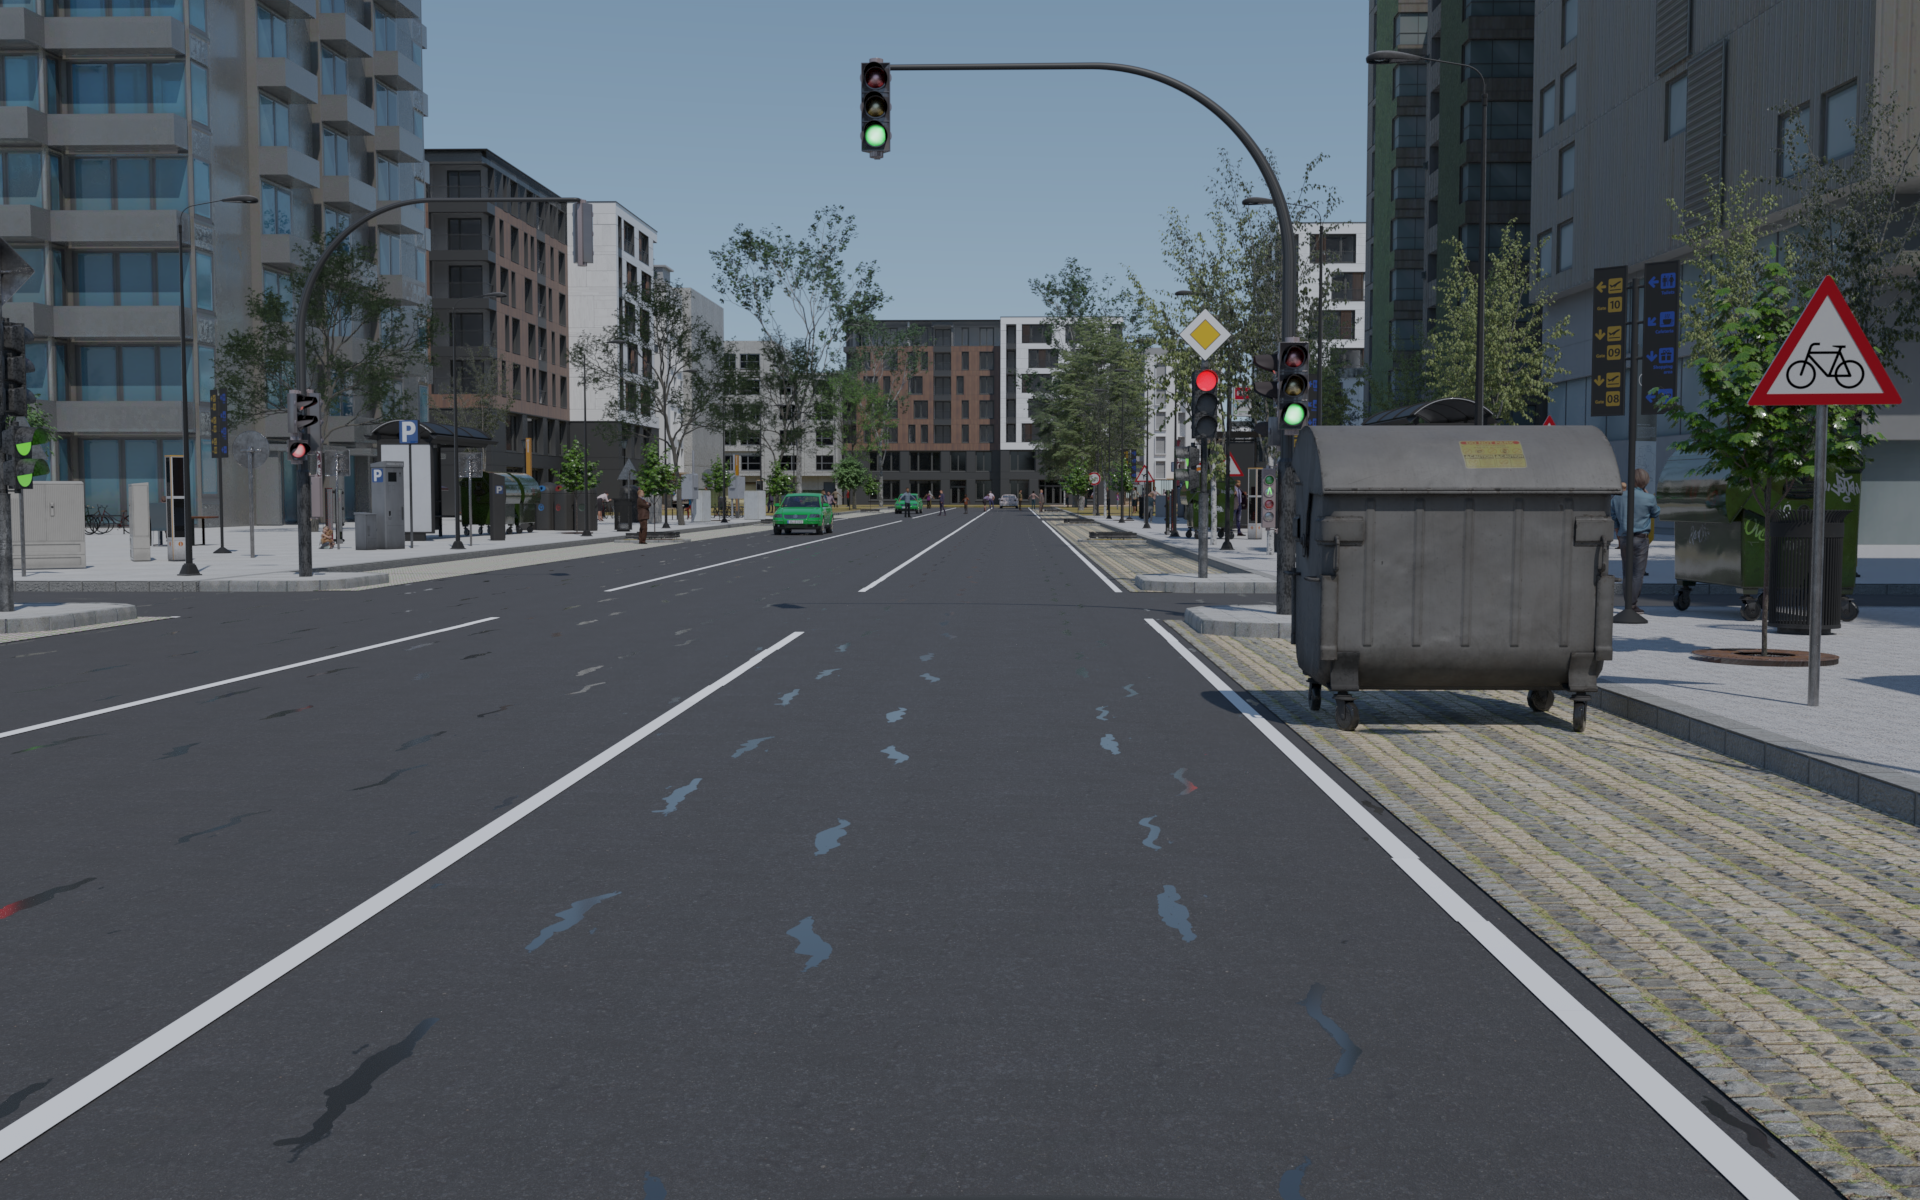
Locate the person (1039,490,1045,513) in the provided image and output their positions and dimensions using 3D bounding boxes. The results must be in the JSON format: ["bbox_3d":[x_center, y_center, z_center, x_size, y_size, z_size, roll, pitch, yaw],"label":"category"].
[{"bbox_3d":[6.268,-7.539,132.308,0.434,1.755,0.990,2,4,25],"label":"person"}]

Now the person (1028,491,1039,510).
[{"bbox_3d":[6.795,-9.187,159.421,1.217,1.736,0.721,2,4,27],"label":"person"}]

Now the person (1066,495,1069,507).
[{"bbox_3d":[10.207,-9.700,165.344,0.721,1.736,1.217,0,4,0],"label":"person"}]

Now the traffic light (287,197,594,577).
[{"bbox_3d":[-8.048,-3.185,26.738,4.771,5.953,1.251,0,4,2],"label":"traffic light"}]

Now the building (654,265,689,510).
[{"bbox_3d":[-30.873,-17.412,141.100,16.016,20.091,11.380,0,4,2],"label":"building"}]

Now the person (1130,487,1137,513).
[{"bbox_3d":[11.498,-6.624,115.136,0.721,1.735,1.217,-1,4,-8],"label":"person"}]

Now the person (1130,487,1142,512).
[{"bbox_3d":[12.771,-7.326,125.828,0.705,1.823,1.348,-3,5,-39],"label":"person"}]

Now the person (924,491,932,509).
[{"bbox_3d":[-3.026,-9.760,168.761,1.217,1.739,0.721,2,4,31],"label":"person"}]

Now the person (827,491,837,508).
[{"bbox_3d":[-7.558,-5.463,99.773,0.963,1.587,0.435,0,4,0],"label":"person"}]

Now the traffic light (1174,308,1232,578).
[{"bbox_3d":[3.693,-2.290,26.356,0.839,4.253,0.868,0,4,2],"label":"traffic light"}]

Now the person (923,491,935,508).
[{"bbox_3d":[-3.075,-10.001,172.744,1.217,1.736,0.721,-1,4,-19],"label":"person"}]

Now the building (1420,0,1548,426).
[{"bbox_3d":[28.319,-18.782,78.794,14.160,30.474,14.107,0,4,2],"label":"building"}]

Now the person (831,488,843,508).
[{"bbox_3d":[-11.778,-9.688,164.449,1.348,1.823,0.705,1,4,13],"label":"person"}]

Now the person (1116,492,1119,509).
[{"bbox_3d":[13.294,-8.325,145.384,0.599,1.433,0.991,0,4,3],"label":"person"}]

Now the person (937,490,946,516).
[{"bbox_3d":[-1.215,-6.442,114.743,0.530,1.710,0.541,-1,4,-18],"label":"person"}]

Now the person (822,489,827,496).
[{"bbox_3d":[-12.503,-9.230,157.671,0.721,1.735,1.217,2,4,34],"label":"person"}]

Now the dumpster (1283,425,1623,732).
[{"bbox_3d":[3.035,-0.162,10.857,1.865,1.857,1.264,0,4,2],"label":"dumpster"}]

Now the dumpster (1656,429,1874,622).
[{"bbox_3d":[8.403,-0.958,18.159,1.502,2.255,1.985,0,4,2],"label":"dumpster"}]

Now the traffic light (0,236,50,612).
[{"bbox_3d":[-10.390,-1.827,18.787,0.839,4.253,0.868,0,4,2],"label":"traffic light"}]

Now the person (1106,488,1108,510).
[{"bbox_3d":[11.693,-8.015,137.220,0.705,1.807,1.348,0,4,-7],"label":"person"}]

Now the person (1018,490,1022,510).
[{"bbox_3d":[5.349,-8.828,152.928,0.705,1.812,1.348,0,4,4],"label":"person"}]

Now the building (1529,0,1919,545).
[{"bbox_3d":[34.521,-28.312,52.141,27.495,52.752,28.713,0,4,2],"label":"building"}]

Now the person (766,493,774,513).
[{"bbox_3d":[-12.863,-6.746,116.792,0.568,1.767,0.683,2,4,32],"label":"person"}]

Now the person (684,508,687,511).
[{"bbox_3d":[-20.505,-7.453,128.689,0.721,1.735,1.217,0,4,4],"label":"person"}]

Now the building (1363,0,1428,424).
[{"bbox_3d":[28.994,-25.035,92.924,14.154,41.232,14.086,0,4,2],"label":"building"}]

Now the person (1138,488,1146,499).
[{"bbox_3d":[12.641,-6.903,119.612,0.721,1.736,1.217,2,4,34],"label":"person"}]

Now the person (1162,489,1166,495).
[{"bbox_3d":[19.241,-9.571,163.194,0.621,1.740,0.551,0,4,-1],"label":"person"}]

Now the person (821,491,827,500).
[{"bbox_3d":[-7.360,-5.099,93.576,0.444,1.614,0.593,3,5,44],"label":"person"}]

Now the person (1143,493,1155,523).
[{"bbox_3d":[8.410,-4.102,77.025,0.435,1.345,0.340,-2,4,-31],"label":"person"}]

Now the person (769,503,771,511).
[{"bbox_3d":[-14.653,-7.787,134.073,1.217,1.743,0.721,-1,4,-21],"label":"person"}]

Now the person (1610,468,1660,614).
[{"bbox_3d":[7.180,-0.625,18.475,0.429,1.552,0.499,-1,4,-18],"label":"person"}]

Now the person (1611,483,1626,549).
[{"bbox_3d":[15.342,-1.955,40.280,0.482,1.546,0.388,-1,4,-11],"label":"person"}]

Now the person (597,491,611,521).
[{"bbox_3d":[-16.747,-4.406,81.276,0.628,1.438,0.799,0,4,1],"label":"person"}]

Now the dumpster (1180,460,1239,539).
[{"bbox_3d":[7.150,-2.884,49.651,1.502,2.255,1.985,0,4,2],"label":"dumpster"}]

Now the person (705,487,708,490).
[{"bbox_3d":[-18.905,-7.510,128.933,0.705,1.812,1.348,0,4,-7],"label":"person"}]

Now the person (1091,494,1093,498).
[{"bbox_3d":[10.174,-7.488,129.402,0.436,1.711,0.756,-2,4,-30],"label":"person"}]

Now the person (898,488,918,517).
[{"bbox_3d":[-3.208,-5.975,106.170,1.348,1.826,0.705,-2,4,-30],"label":"person"}]

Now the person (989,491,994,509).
[{"bbox_3d":[2.867,-9.270,161.002,0.756,1.711,0.436,1,4,21],"label":"person"}]

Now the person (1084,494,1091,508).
[{"bbox_3d":[11.714,-9.462,160.771,0.705,1.821,1.348,3,4,38],"label":"person"}]

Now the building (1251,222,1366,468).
[{"bbox_3d":[38.276,-18.488,146.260,27.936,21.610,32.646,0,4,2],"label":"building"}]

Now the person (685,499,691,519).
[{"bbox_3d":[-14.075,-5.040,90.158,0.444,1.614,0.593,-1,4,-22],"label":"person"}]

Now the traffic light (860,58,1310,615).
[{"bbox_3d":[1.352,-2.669,18.298,4.771,5.953,1.251,0,4,2],"label":"traffic light"}]

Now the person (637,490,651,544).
[{"bbox_3d":[-8.999,-2.359,49.338,0.388,1.546,0.482,0,4,1],"label":"person"}]

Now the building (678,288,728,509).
[{"bbox_3d":[-38.461,-17.792,157.358,31.486,18.905,16.747,0,4,2],"label":"building"}]

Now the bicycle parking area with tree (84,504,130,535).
[{"bbox_3d":[-31.333,-4.120,54.360,9.016,4.147,8.231,-3,5,-43],"label":"bicycle parking area with tree"}]

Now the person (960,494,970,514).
[{"bbox_3d":[0.409,-6.998,126.177,0.557,1.426,1.065,-3,5,-44],"label":"person"}]

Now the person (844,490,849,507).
[{"bbox_3d":[-11.164,-10.180,172.424,0.705,1.831,1.348,-2,4,-25],"label":"person"}]

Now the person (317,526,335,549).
[{"bbox_3d":[-14.782,-1.458,40.362,0.357,0.543,0.381,0,4,1],"label":"person"}]

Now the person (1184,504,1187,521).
[{"bbox_3d":[10.769,-4.627,81.827,0.434,1.807,0.598,2,4,27],"label":"person"}]

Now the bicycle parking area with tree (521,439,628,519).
[{"bbox_3d":[-20.266,-6.390,91.481,8.231,4.147,9.016,1,4,11],"label":"bicycle parking area with tree"}]

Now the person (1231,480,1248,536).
[{"bbox_3d":[8.444,-2.799,52.631,0.655,1.722,0.431,-2,4,-32],"label":"person"}]

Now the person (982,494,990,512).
[{"bbox_3d":[2.093,-7.780,138.931,0.697,1.427,0.421,-3,5,-39],"label":"person"}]

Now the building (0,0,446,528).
[{"bbox_3d":[-37.667,-27.957,76.705,23.786,49.044,30.456,0,4,2],"label":"building"}]

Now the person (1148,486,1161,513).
[{"bbox_3d":[11.581,-5.882,102.921,1.217,1.736,0.721,0,4,-7],"label":"person"}]

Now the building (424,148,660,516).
[{"bbox_3d":[-37.920,-16.839,119.289,27.936,21.610,32.646,0,4,2],"label":"building"}]
